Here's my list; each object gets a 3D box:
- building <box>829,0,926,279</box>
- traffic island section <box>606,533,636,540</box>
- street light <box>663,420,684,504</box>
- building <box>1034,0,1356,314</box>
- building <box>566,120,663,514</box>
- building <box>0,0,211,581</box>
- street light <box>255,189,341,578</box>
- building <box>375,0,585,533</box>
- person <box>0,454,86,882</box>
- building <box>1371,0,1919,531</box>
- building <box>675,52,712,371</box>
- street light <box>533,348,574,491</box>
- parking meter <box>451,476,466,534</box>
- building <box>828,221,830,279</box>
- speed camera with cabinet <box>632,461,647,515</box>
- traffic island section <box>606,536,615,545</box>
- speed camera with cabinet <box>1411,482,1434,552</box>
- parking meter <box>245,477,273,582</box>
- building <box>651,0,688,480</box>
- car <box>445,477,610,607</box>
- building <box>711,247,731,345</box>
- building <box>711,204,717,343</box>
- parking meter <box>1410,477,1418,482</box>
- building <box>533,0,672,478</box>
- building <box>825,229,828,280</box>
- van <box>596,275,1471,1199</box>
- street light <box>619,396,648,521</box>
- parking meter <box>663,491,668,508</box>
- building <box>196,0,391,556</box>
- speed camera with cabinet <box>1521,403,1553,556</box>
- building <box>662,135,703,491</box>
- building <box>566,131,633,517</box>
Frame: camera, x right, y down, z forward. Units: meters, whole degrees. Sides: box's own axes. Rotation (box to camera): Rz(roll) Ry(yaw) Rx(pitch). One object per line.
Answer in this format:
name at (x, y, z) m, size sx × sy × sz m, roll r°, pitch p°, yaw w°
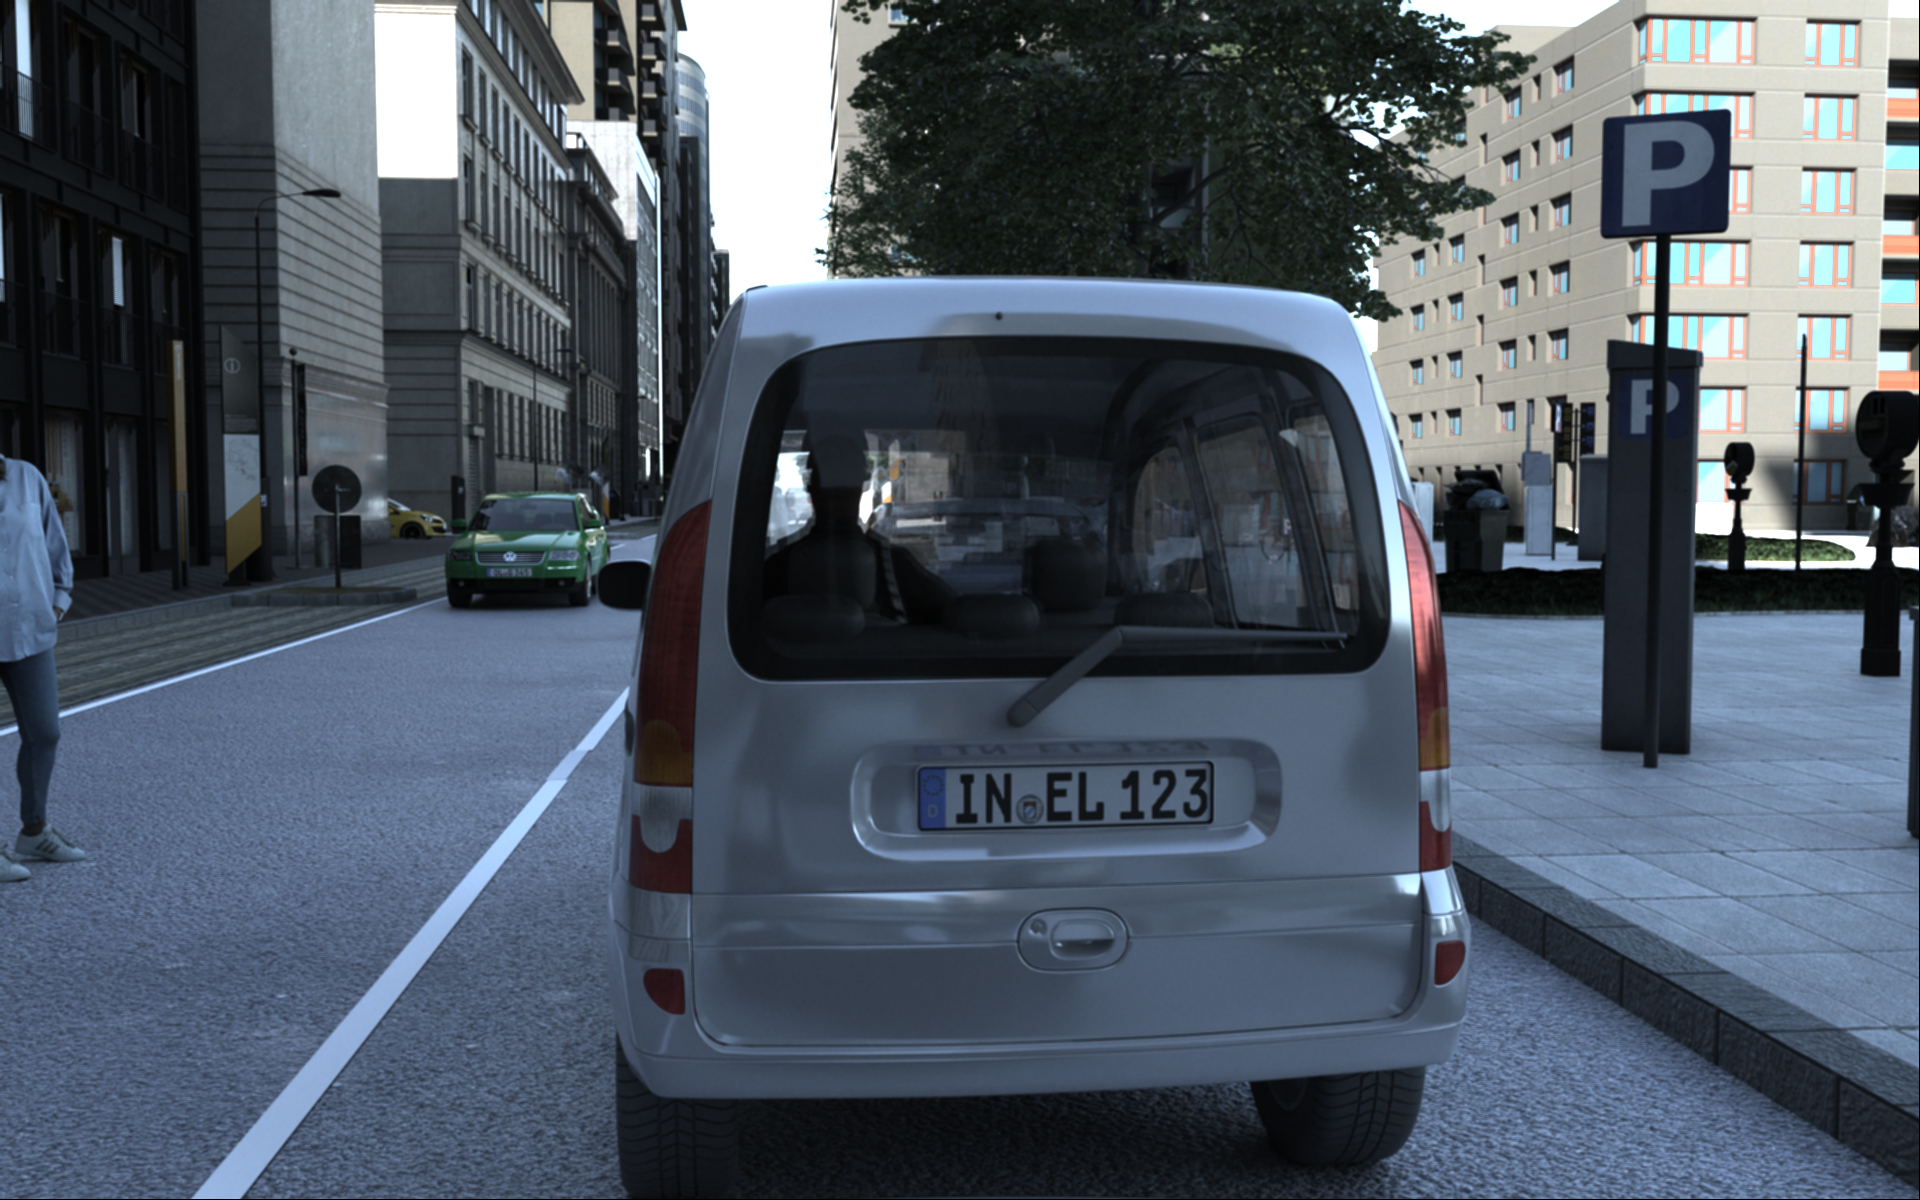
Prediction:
building at (1.841, -30.408, 120.867) m, size 21.300 × 48.544 × 21.600 m, roll 0°, pitch 4°, yaw -6°
traffic island section at (-11.507, -2.043, 55.678) m, size 2.009 × 0.180 × 2.903 m, roll 0°, pitch 4°, yaw -6°
street light at (-18.039, -8.332, 108.761) m, size 1.470 × 5.913 × 1.316 m, roll 0°, pitch 4°, yaw -6°
building at (6.119, -23.357, 65.478) m, size 14.086 × 41.232 × 14.154 m, roll 0°, pitch 4°, yaw -6°
building at (-27.431, -18.437, 119.468) m, size 12.078 × 24.808 × 19.932 m, roll 0°, pitch 4°, yaw -6°
building at (-18.854, -11.765, 22.033) m, size 12.332 × 23.373 × 15.834 m, roll 0°, pitch 4°, yaw -6°
street light at (-10.112, -3.297, 26.447) m, size 1.470 × 5.913 × 1.316 m, roll 0°, pitch 4°, yaw -6°
building at (-25.095, -14.504, 70.431) m, size 16.112 × 22.955 × 30.059 m, roll 0°, pitch 4°, yaw -6°
person at (-3.608, 0.140, 6.472) m, size 0.793 × 1.790 × 0.793 m, roll 0°, pitch 4°, yaw 3°
building at (36.260, -14.012, 74.139) m, size 28.899 × 21.520 × 27.650 m, roll 0°, pitch 4°, yaw -6°
building at (-43.826, -41.911, 227.243) m, size 21.231 × 58.520 × 28.212 m, roll 0°, pitch 4°, yaw -6°
street light at (-13.012, -5.063, 55.323) m, size 1.470 × 5.913 × 1.316 m, roll 0°, pitch 4°, yaw -6°
parking meter at (-15.960, -3.023, 55.134) m, size 0.255 × 1.863 × 0.399 m, roll 2°, pitch 4°, yaw 30°
building at (-12.407, -34.947, 254.981) m, size 14.154 × 41.232 × 14.086 m, roll 0°, pitch 4°, yaw -6°
speed camera with cabinet at (-19.397, -6.751, 104.707) m, size 0.660 × 3.252 × 2.038 m, roll -1°, pitch 4°, yaw -19°
traffic island section at (-10.734, -1.557, 47.730) m, size 2.009 × 0.180 × 2.903 m, roll 0°, pitch 4°, yaw -6°
speed camera with cabinet at (5.722, -1.858, 24.722) m, size 2.038 × 3.252 × 0.660 m, roll 3°, pitch 5°, yaw 45°
parking meter at (-10.312, -1.041, 25.431) m, size 0.372 × 1.533 × 0.369 m, roll 0°, pitch 3°, yaw 0°
building at (-41.669, -35.526, 170.089) m, size 28.713 × 52.752 × 27.495 m, roll 0°, pitch 4°, yaw -6°
car at (-5.782, -0.897, 23.460) m, size 1.959 × 1.807 × 4.718 m, roll 0°, pitch 4°, yaw -7°
building at (-44.233, -36.446, 279.481) m, size 14.154 × 41.232 × 14.086 m, roll 0°, pitch 4°, yaw -6°
building at (-47.518, -38.959, 256.591) m, size 23.786 × 49.044 × 30.456 m, roll 0°, pitch 4°, yaw -6°
parking meter at (15.042, -3.181, 57.725) m, size 0.399 × 1.863 × 0.255 m, roll -1°, pitch 4°, yaw -18°
building at (-35.646, -29.849, 142.656) m, size 22.147 × 44.769 × 28.867 m, roll 0°, pitch 4°, yaw -6°
building at (-10.315, -38.042, 276.613) m, size 22.147 × 44.769 × 28.867 m, roll 0°, pitch 4°, yaw -6°
van at (-0.065, 0.124, 4.976) m, size 2.013 × 2.044 × 4.112 m, roll 0°, pitch 4°, yaw -7°
street light at (-15.477, -6.701, 82.100) m, size 1.470 × 5.913 × 1.316 m, roll 0°, pitch 4°, yaw -6°
parking meter at (-22.031, -7.413, 129.616) m, size 0.372 × 1.533 × 0.369 m, roll 0°, pitch 3°, yaw 0°
building at (-23.348, -11.627, 39.258) m, size 18.267 × 20.994 × 9.793 m, roll 0°, pitch 4°, yaw -6°
speed camera with cabinet at (12.340, -2.604, 36.915) m, size 0.660 × 3.252 × 2.038 m, roll 1°, pitch 4°, yaw 15°
building at (-35.949, -31.086, 191.844) m, size 14.154 × 41.232 × 14.086 m, roll 0°, pitch 4°, yaw -6°
building at (-26.150, -15.639, 97.495) m, size 13.314 × 21.916 × 24.055 m, roll 0°, pitch 4°, yaw -6°
